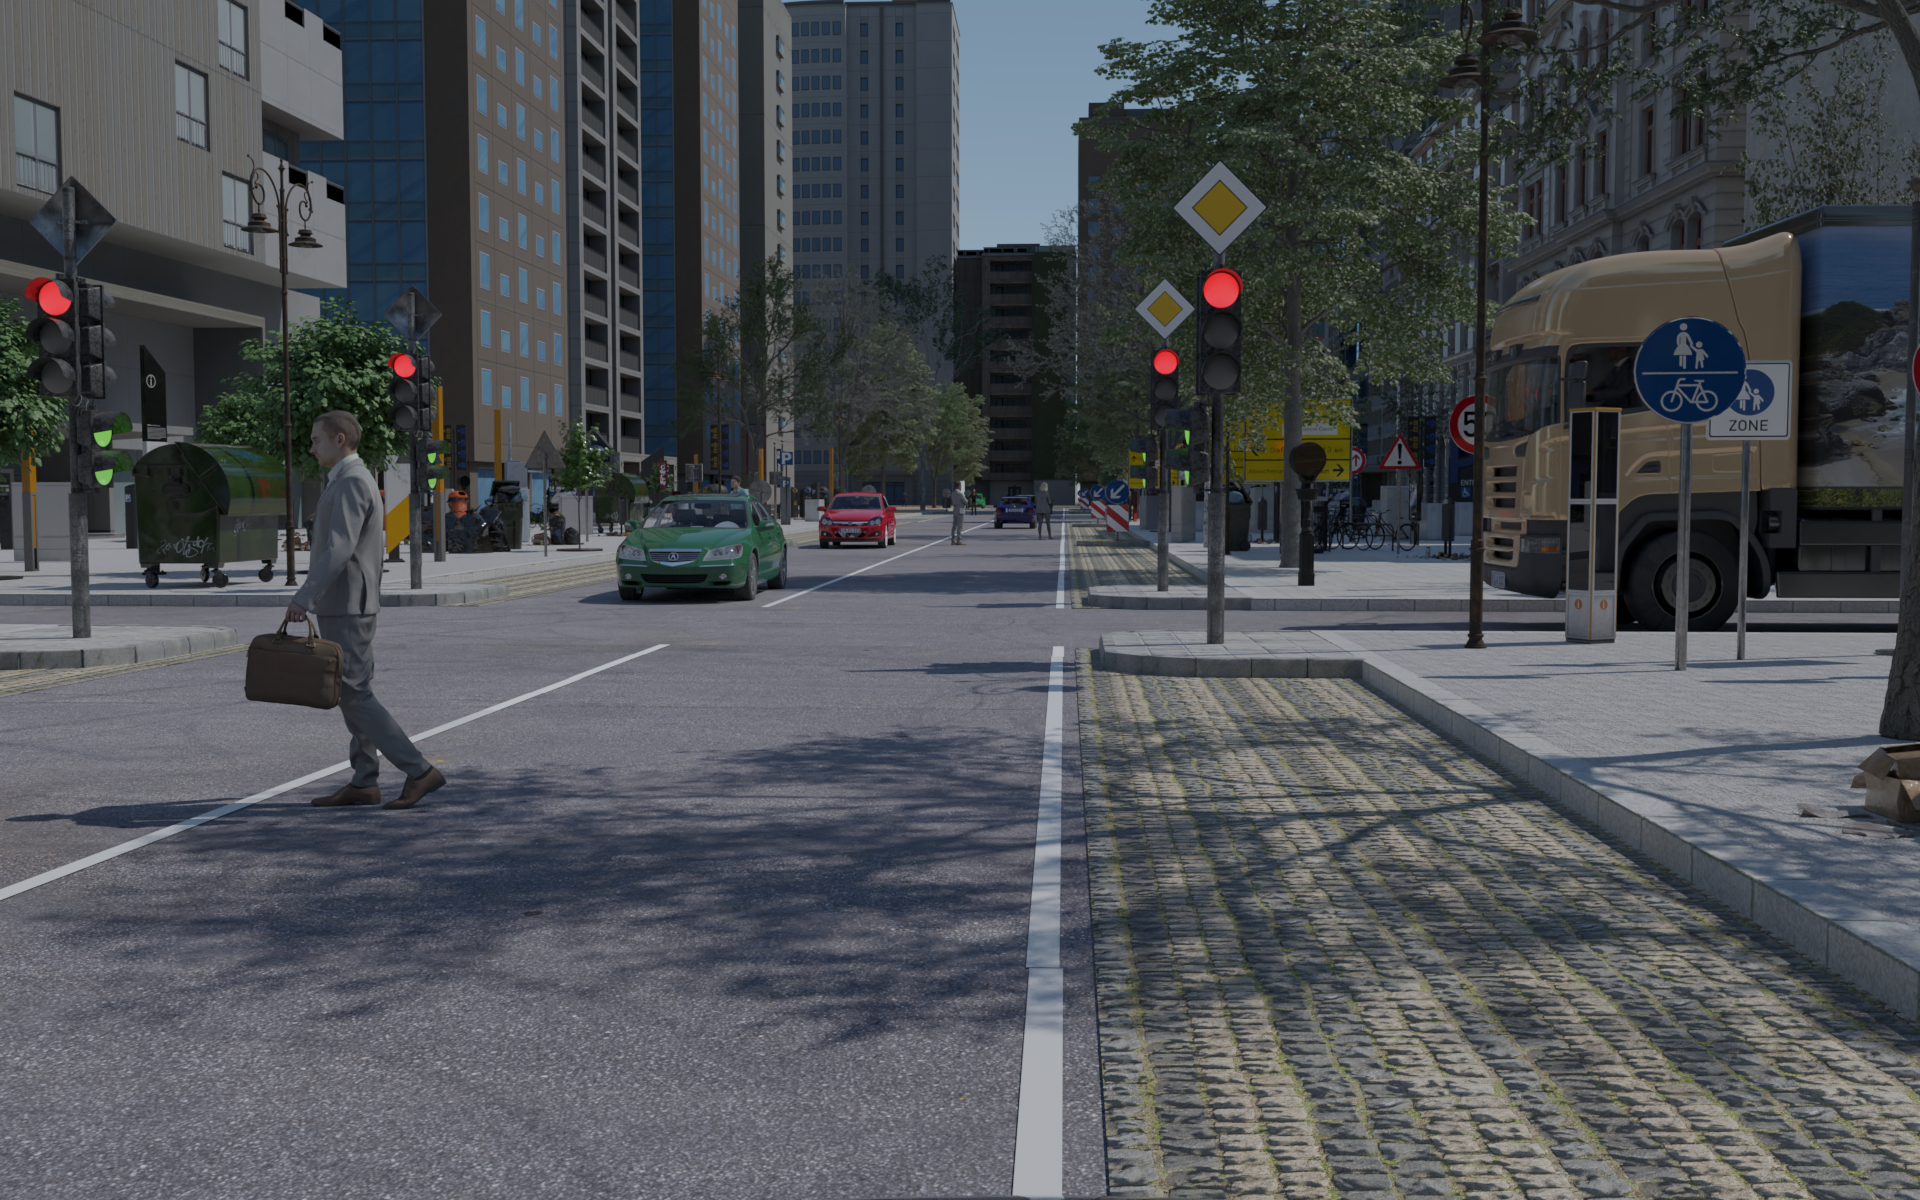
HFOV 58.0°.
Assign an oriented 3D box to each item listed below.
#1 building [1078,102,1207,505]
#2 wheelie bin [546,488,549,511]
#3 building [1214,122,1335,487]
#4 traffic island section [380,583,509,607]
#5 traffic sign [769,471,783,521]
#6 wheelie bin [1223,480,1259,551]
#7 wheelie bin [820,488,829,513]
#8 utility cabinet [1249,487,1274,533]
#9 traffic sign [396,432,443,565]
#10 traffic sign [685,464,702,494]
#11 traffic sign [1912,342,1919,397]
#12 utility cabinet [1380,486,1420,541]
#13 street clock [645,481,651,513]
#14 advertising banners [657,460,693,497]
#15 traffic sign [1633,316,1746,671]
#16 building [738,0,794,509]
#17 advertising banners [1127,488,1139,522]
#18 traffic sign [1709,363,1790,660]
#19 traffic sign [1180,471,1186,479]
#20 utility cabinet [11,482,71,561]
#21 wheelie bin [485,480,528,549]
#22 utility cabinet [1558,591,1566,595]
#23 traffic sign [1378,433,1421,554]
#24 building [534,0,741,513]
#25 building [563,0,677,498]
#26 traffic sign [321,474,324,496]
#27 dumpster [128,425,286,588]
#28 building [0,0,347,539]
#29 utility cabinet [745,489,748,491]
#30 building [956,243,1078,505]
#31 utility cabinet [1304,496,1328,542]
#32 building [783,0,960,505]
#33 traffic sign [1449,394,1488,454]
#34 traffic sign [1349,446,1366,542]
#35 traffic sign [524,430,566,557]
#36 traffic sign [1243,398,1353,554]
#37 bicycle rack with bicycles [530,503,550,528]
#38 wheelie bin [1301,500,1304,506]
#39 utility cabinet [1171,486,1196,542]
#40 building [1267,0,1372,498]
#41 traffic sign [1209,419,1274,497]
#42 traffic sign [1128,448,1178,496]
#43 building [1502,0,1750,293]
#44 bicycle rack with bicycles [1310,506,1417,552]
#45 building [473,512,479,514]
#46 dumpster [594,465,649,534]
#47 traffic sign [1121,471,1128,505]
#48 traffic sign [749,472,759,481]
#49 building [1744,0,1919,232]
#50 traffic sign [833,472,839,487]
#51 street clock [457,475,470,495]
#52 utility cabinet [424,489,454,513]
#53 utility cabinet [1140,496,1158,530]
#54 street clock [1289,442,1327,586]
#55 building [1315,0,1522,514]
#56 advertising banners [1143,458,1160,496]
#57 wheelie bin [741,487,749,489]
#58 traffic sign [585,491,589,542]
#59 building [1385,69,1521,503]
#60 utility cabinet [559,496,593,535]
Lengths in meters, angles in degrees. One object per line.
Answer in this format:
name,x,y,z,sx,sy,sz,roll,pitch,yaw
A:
building,20.797,-33.708,201.233,14.200,45.320,14.600,0,4,3
wheelie bin,-19.279,-4.537,82.083,0.693,1.594,0.980,2,4,26
building,42.524,-33.589,203.797,28.867,44.769,22.147,0,4,3
traffic island section,-7.378,-0.071,23.444,2.009,0.180,2.903,0,4,3
traffic sign,-8.272,-4.630,77.834,0.606,2.300,0.079,0,4,6
wheelie bin,6.168,-1.899,38.956,0.693,1.594,0.980,-1,4,-11
wheelie bin,-7.242,-5.026,90.090,0.693,1.594,0.980,2,4,25
utility cabinet,10.064,-2.949,56.887,1.173,1.500,0.318,-2,4,-28
traffic sign,-9.523,-1.864,30.484,0.884,2.594,0.081,1,4,10
traffic sign,-9.002,-3.453,58.579,0.606,2.300,0.079,1,4,13
traffic sign,7.093,-0.742,12.233,0.768,2.556,0.104,1,4,10
utility cabinet,12.057,-2.369,47.416,1.173,1.500,0.318,-2,4,-29
street clock,-16.950,-5.475,94.079,0.358,2.002,0.471,2,4,34
advertising banners,-14.655,-5.715,89.623,2.074,3.025,0.090,-2,4,-30
traffic sign,5.243,-0.760,12.525,0.768,2.556,0.104,1,4,9
building,-26.625,-32.229,150.648,21.600,48.544,21.300,0,4,3
advertising banners,8.100,-5.138,80.196,0.090,3.025,2.074,2,4,25
traffic sign,6.037,-0.685,13.324,0.606,2.300,0.079,1,4,9
traffic sign,6.669,-2.949,50.342,0.606,2.300,0.079,1,4,8
utility cabinet,-17.222,-1.471,32.737,1.173,1.500,0.318,0,4,-5
wheelie bin,-10.494,-1.976,40.220,0.980,1.594,0.693,-2,4,-34
utility cabinet,7.920,-0.655,21.879,0.306,1.237,1.020,-2,4,-32
traffic sign,9.389,-2.265,37.035,0.884,2.594,0.081,0,4,8
building,-24.403,-29.193,127.410,14.600,45.320,14.200,0,4,3
building,-29.316,-41.056,109.511,20.563,71.187,20.611,0,4,3
traffic sign,-12.109,-2.013,32.908,0.884,2.594,0.081,1,4,11
dumpster,-10.529,-1.335,24.323,1.502,2.255,1.985,0,4,3
building,-35.956,-28.242,50.995,28.713,52.752,27.495,0,4,3
utility cabinet,-9.440,-4.163,76.736,0.318,1.500,1.173,1,4,23
building,6.679,-26.362,202.712,14.107,30.474,14.160,0,4,3
utility cabinet,9.700,-2.203,47.175,0.306,1.237,1.020,-1,4,-10
building,-14.244,-40.636,206.398,28.212,58.520,21.231,0,4,3
traffic sign,6.614,-1.347,22.123,0.768,2.556,0.104,0,4,6
traffic sign,10.461,-2.828,46.336,0.768,2.556,0.104,0,4,6
traffic sign,-8.490,-2.167,35.427,0.884,2.594,0.081,1,4,8
traffic sign,7.164,-2.625,36.796,2.265,3.308,0.079,1,4,11
bicycle rack with bicycles,-16.266,-3.202,65.737,2.852,0.926,2.925,-3,5,-43
wheelie bin,16.068,-4.436,80.439,0.693,1.594,0.980,1,4,17
utility cabinet,5.978,-2.295,46.205,0.318,1.500,1.173,2,4,26
building,38.029,-50.651,140.822,22.319,86.520,31.000,0,4,3
traffic sign,7.899,-3.256,47.110,2.265,3.308,0.079,0,4,4
traffic sign,8.625,-5.103,77.305,2.265,3.308,0.079,1,4,11
building,28.523,-16.687,60.226,14.401,28.519,23.554,0,4,3
bicycle rack with bicycles,8.591,-1.596,39.473,2.852,0.926,2.925,-2,4,-25
building,-27.212,-26.312,80.315,14.600,45.320,14.200,0,4,3
dumpster,-11.200,-3.335,57.026,1.502,2.255,1.985,0,4,3
traffic sign,9.090,-5.775,94.424,0.884,2.594,0.081,0,4,6
traffic sign,-9.431,-4.747,79.743,0.606,2.300,0.079,0,4,7
building,28.642,-11.306,39.604,16.860,20.320,10.420,0,4,3
traffic sign,-6.959,-6.016,98.467,0.768,2.556,0.104,0,4,5
street clock,-19.216,-3.823,67.081,0.358,2.002,0.471,3,5,45
utility cabinet,-21.814,-3.910,72.615,1.173,1.500,0.318,0,4,2
utility cabinet,6.800,-3.136,62.443,0.306,1.237,1.020,2,4,29
street clock,4.846,-1.200,24.184,0.471,2.002,0.358,0,4,-5
building,40.475,-25.814,113.939,32.217,40.220,23.993,0,4,3
advertising banners,7.875,-4.502,69.787,0.090,3.025,2.074,-1,4,-23
wheelie bin,-10.259,-4.584,82.863,0.980,1.594,0.693,-3,5,-40
traffic sign,-10.034,-2.840,46.539,0.768,2.556,0.104,1,4,12
building,29.554,-14.845,84.513,13.314,21.916,24.055,0,4,3
utility cabinet,-12.096,-2.653,54.541,1.020,1.237,0.306,-2,4,-30
